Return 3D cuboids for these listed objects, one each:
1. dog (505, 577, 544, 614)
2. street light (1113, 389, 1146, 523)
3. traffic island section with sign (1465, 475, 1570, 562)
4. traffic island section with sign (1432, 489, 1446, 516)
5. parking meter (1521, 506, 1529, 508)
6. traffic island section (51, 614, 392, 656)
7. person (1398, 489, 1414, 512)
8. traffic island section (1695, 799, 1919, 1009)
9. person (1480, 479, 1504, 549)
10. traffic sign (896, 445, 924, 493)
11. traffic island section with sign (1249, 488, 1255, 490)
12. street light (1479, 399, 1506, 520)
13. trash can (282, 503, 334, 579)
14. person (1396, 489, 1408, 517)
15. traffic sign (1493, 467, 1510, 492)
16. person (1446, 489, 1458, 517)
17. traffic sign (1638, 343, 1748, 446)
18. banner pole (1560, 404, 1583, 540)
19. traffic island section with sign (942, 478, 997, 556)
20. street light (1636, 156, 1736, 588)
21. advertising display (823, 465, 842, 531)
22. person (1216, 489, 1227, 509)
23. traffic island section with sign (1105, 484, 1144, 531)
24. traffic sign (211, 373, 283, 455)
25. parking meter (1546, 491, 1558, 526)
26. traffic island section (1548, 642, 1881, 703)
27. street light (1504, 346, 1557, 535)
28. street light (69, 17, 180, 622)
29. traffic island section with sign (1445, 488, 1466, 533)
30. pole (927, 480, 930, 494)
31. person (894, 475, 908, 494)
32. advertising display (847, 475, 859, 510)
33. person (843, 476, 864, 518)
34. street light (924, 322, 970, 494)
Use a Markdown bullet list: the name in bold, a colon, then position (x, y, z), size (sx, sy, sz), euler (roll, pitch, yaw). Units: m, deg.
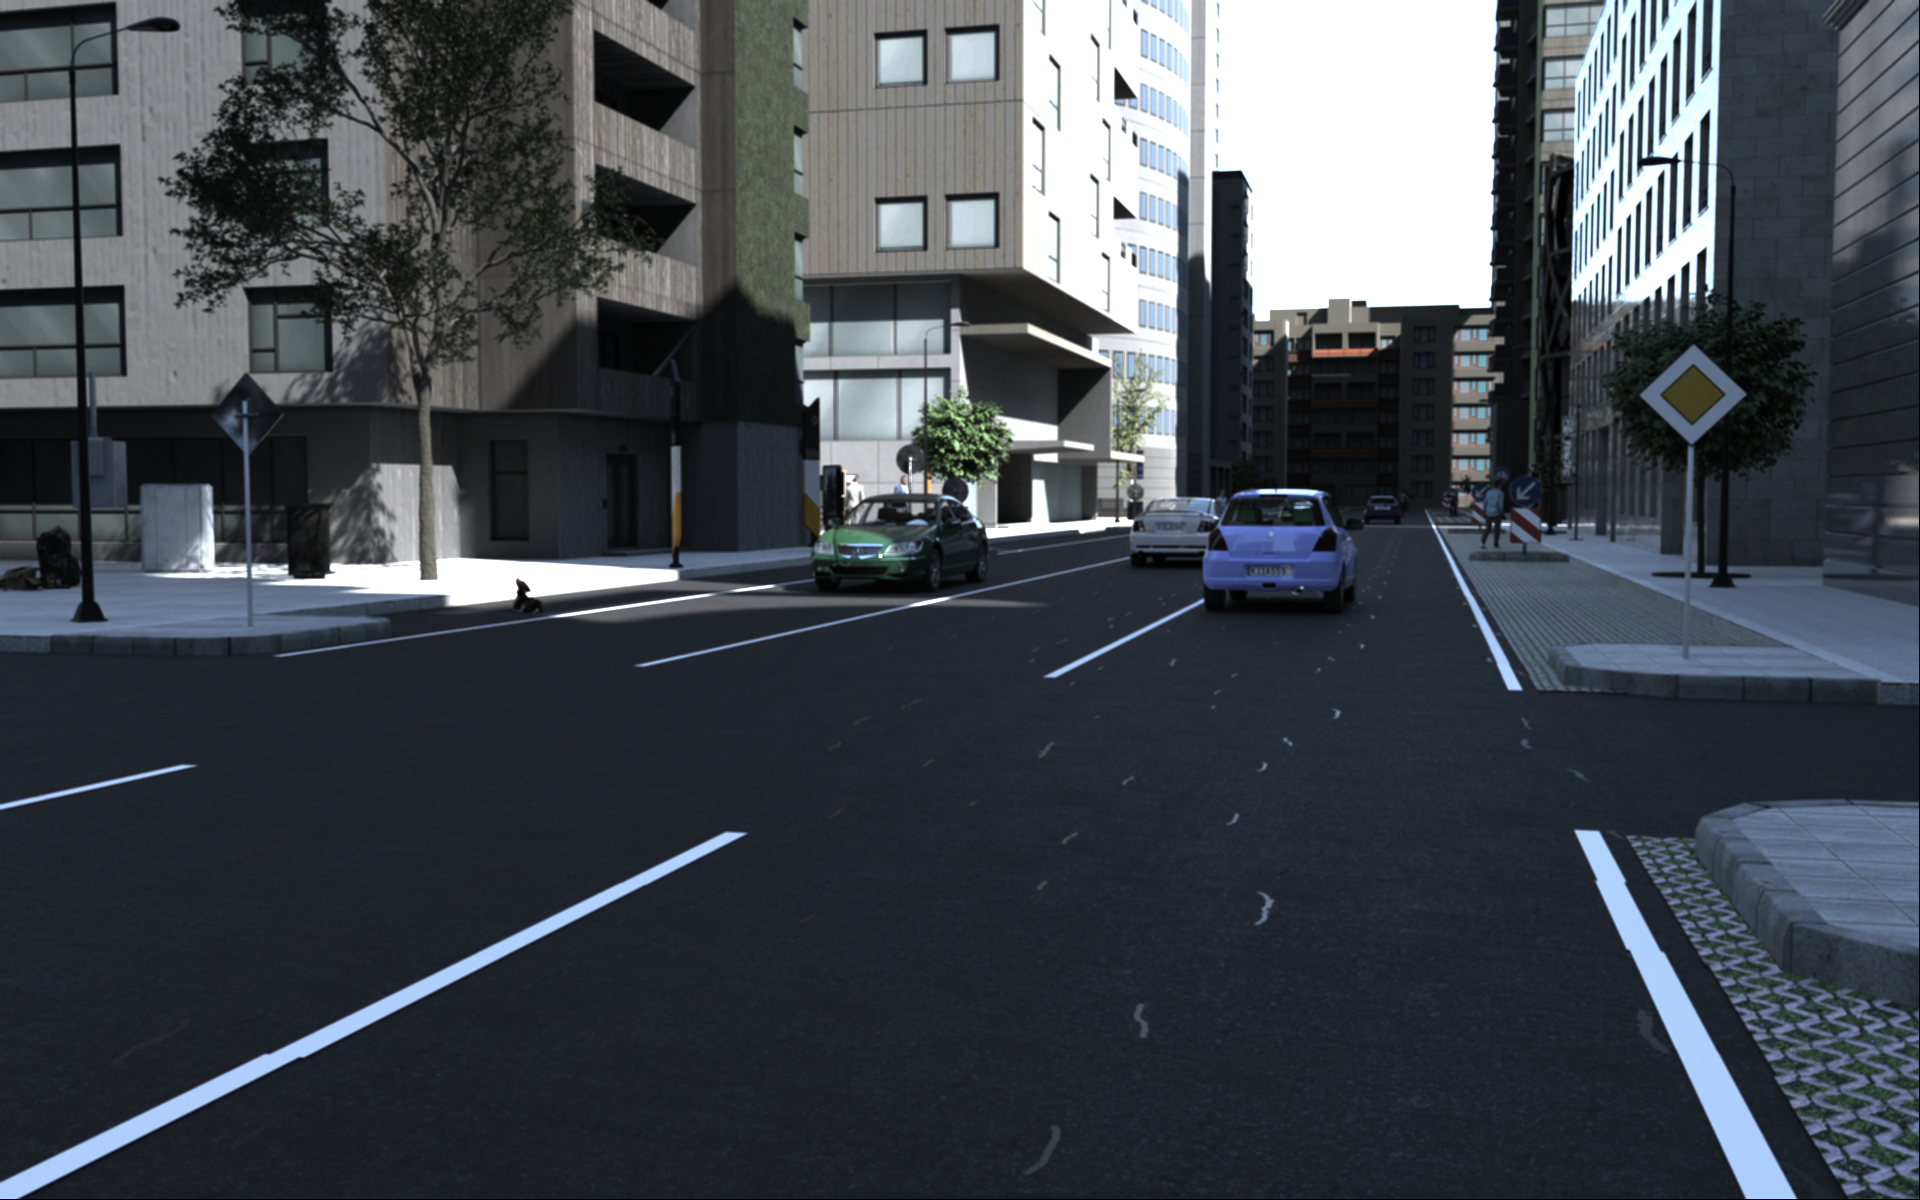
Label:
- **dog**: position (-5.338, -0.055, 21.094), size (0.550, 0.427, 0.748), euler (0, 4, -1)
- **street light**: position (7.522, -6.373, 76.743), size (1.470, 5.913, 1.316), euler (1, 4, 15)
- **traffic island section with sign**: position (12.013, -1.752, 37.272), size (1.989, 1.847, 2.006), euler (1, 4, 15)
- **traffic island section with sign**: position (31.725, -6.315, 111.877), size (1.989, 1.847, 2.006), euler (1, 4, 15)
- **parking meter**: position (20.709, -3.523, 63.314), size (0.399, 1.863, 0.255), euler (-3, 4, -36)
- **traffic island section**: position (-6.910, 0.334, 16.818), size (2.009, 0.180, 2.903), euler (1, 4, 15)
- **person**: position (35.348, -7.877, 137.313), size (1.348, 1.821, 0.705), euler (-1, 4, -9)
- **traffic island section**: position (3.658, 1.010, 5.772), size (2.009, 0.180, 2.903), euler (1, 4, 15)
- **person**: position (13.827, -2.232, 45.014), size (0.620, 1.820, 0.660), euler (-3, 5, -39)
- **traffic sign**: position (-1.291, -2.718, 44.553), size (0.768, 2.556, 0.104), euler (1, 4, 18)
- **traffic island section with sign**: position (19.440, -6.514, 115.133), size (1.989, 1.847, 2.006), euler (1, 4, 15)
- **street light**: position (26.168, -6.881, 85.042), size (1.470, 5.913, 1.316), euler (1, 4, 15)
- **trash can**: position (-9.880, -0.894, 26.278), size (0.748, 1.137, 0.748), euler (0, 3, 0)
- **person**: position (27.983, -6.138, 109.645), size (0.721, 1.735, 1.217), euler (-2, 4, -25)
- **traffic sign**: position (25.356, -4.959, 81.182), size (0.768, 2.556, 0.104), euler (1, 4, 20)
- **person**: position (30.526, -6.003, 107.449), size (0.742, 1.727, 0.445), euler (-1, 4, -13)
- **traffic sign**: position (5.674, -0.687, 13.416), size (0.795, 2.593, 0.064), euler (1, 4, 15)
- **banner pole**: position (17.065, -3.568, 48.362), size (0.401, 3.779, 0.863), euler (-2, 4, -25)
- **traffic island section with sign**: position (-0.203, -1.971, 40.856), size (1.989, 1.847, 2.006), euler (1, 4, 15)
- **street light**: position (10.001, -3.139, 23.864), size (1.470, 5.913, 1.316), euler (1, 4, 15)
- **advertising display**: position (-2.865, -2.055, 38.809), size (0.123, 1.923, 0.974), euler (-1, 4, -23)
- **person**: position (8.761, -2.911, 57.908), size (0.589, 1.601, 0.330), euler (-2, 4, -24)
- **traffic island section with sign**: position (6.797, -3.590, 67.322), size (1.989, 1.847, 2.006), euler (1, 4, 15)
- **traffic sign**: position (-6.885, -0.890, 16.745), size (0.795, 2.593, 0.064), euler (1, 4, 15)
- **parking meter**: position (23.538, -3.862, 68.855), size (0.399, 1.863, 0.255), euler (1, 4, 9)
- **traffic island section**: position (5.699, 0.538, 13.493), size (2.009, 0.180, 2.903), euler (1, 4, 15)
- **street light**: position (18.013, -5.002, 54.326), size (1.470, 5.913, 1.316), euler (1, 4, 15)
- **street light**: position (-8.270, -2.729, 17.157), size (1.470, 5.913, 1.316), euler (1, 4, 15)
- **traffic island section with sign**: position (18.900, -3.346, 63.336), size (1.989, 1.847, 2.006), euler (1, 4, 15)
- **pole**: position (-1.029, -3.769, 55.466), size (0.158, 3.312, 0.155), euler (0, 3, 0)
- **person**: position (-1.603, -2.585, 48.493), size (0.419, 1.800, 0.721), euler (2, 4, 35)
- **advertising display**: position (-3.678, -3.164, 56.949), size (0.123, 1.923, 0.974), euler (2, 4, 34)
- **person**: position (-3.173, -2.798, 51.906), size (0.709, 1.813, 0.853), euler (0, 4, 5)
- **street light**: position (-0.412, -4.550, 46.938), size (1.470, 5.913, 1.316), euler (1, 4, 15)
